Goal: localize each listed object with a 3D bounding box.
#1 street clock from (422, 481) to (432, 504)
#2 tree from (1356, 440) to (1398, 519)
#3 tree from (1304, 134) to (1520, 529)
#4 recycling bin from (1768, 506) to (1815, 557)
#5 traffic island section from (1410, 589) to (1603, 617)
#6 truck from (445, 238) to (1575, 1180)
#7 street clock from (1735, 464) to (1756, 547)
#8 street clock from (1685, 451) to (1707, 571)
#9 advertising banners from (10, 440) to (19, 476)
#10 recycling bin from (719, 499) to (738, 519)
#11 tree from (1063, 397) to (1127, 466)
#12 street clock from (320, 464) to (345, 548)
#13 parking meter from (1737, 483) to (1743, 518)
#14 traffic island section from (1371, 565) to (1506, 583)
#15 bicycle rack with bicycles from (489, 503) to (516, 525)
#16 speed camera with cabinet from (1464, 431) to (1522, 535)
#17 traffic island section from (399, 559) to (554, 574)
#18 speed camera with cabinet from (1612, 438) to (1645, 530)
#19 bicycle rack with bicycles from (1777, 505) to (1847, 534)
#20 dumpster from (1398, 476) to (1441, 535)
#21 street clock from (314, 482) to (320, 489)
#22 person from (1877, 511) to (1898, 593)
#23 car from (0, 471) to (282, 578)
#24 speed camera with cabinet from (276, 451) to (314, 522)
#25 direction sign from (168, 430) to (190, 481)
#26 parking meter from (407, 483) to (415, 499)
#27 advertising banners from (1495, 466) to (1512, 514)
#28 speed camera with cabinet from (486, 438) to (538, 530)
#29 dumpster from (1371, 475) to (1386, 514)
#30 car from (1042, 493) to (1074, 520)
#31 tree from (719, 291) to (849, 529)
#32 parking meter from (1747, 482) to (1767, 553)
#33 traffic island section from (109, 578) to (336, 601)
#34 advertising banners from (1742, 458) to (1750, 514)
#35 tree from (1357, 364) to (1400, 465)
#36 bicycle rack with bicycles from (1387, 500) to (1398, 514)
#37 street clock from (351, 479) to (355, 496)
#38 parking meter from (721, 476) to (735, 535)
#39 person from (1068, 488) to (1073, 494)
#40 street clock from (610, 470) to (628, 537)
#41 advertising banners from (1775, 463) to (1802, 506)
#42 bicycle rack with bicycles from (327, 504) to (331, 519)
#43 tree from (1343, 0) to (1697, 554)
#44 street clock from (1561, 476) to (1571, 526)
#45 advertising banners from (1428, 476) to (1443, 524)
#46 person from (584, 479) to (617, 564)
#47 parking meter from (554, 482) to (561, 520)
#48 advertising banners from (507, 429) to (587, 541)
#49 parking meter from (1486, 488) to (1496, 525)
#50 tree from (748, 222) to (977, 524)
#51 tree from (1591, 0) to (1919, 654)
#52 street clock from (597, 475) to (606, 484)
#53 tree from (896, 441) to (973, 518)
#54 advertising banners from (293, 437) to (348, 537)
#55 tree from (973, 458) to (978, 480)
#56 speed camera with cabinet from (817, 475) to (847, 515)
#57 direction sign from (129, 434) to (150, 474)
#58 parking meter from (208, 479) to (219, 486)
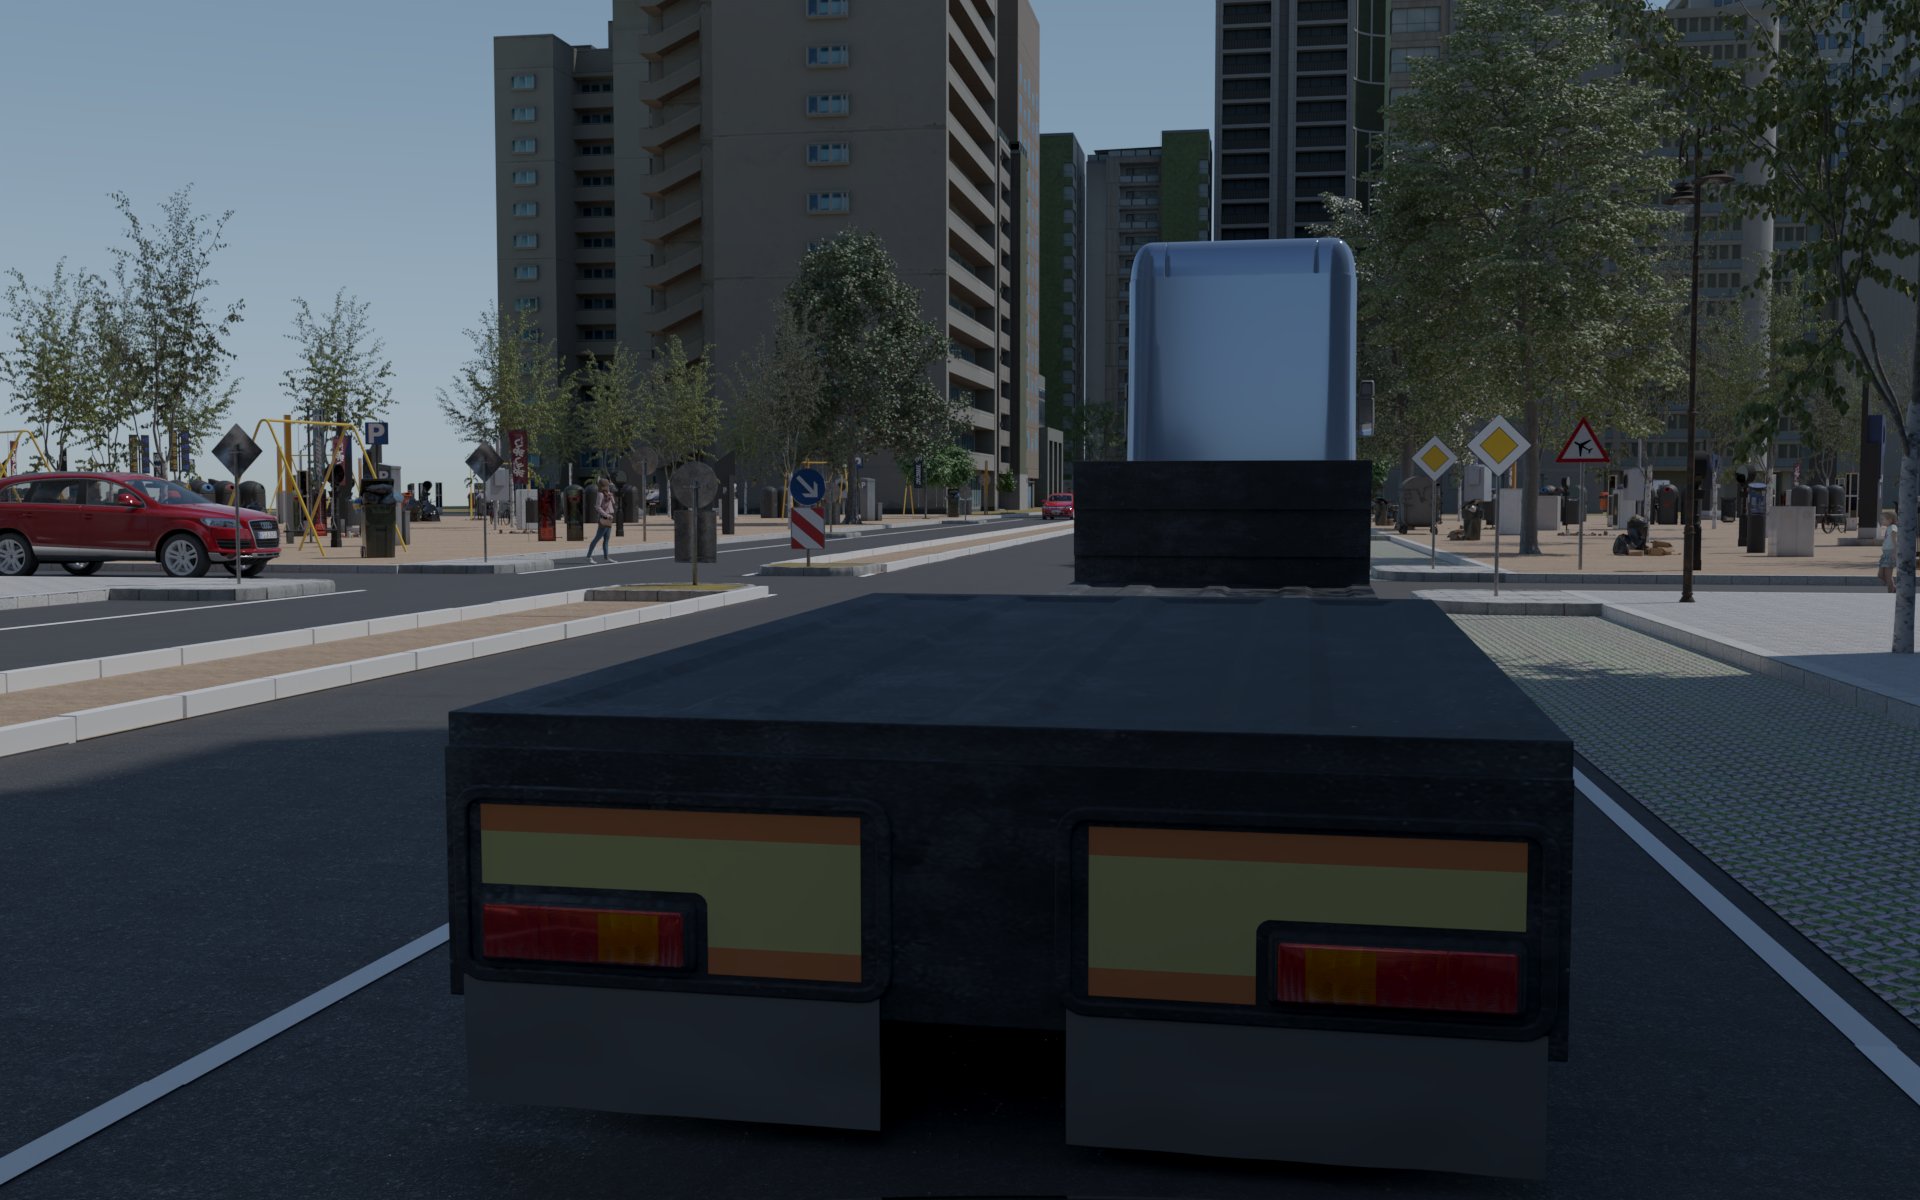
[{"bbox_3d":[-28.788,-5.449,93.668,0.471,2.002,0.358,0,4,1],"label":"street clock"},{"bbox_3d":[21.002,-6.486,89.754,4.285,4.588,4.351,0,3,0],"label":"tree"},{"bbox_3d":[16.255,-9.555,62.884,9.857,13.997,8.962,0,3,0],"label":"tree"},{"bbox_3d":[17.129,-1.415,35.686,0.722,1.027,0.722,1,4,10],"label":"recycling bin"},{"bbox_3d":[6.746,0.033,21.738,2.009,0.180,2.903,1,4,10],"label":"traffic island section"},{"bbox_3d":[1.848,-1.406,12.746,2.967,4.110,18.799,1,4,11],"label":"truck"},{"bbox_3d":[19.135,-2.304,42.237,0.358,2.002,0.471,-1,4,-15],"label":"street clock"},{"bbox_3d":[12.347,-1.498,29.061,0.358,2.002,0.471,1,4,11],"label":"street clock"},{"bbox_3d":[-30.977,-3.661,56.045,0.090,3.025,2.074,0,4,0],"label":"advertising banners"},{"bbox_3d":[-11.753,-4.605,87.852,0.722,1.027,0.722,1,4,22],"label":"recycling bin"},{"bbox_3d":[14.169,-15.768,183.560,9.928,11.665,9.643,0,3,0],"label":"tree"},{"bbox_3d":[-14.973,-2.260,41.521,0.358,2.002,0.471,1,4,15],"label":"street clock"},{"bbox_3d":[41.898,-5.333,92.899,0.399,1.863,0.255,-2,4,-31],"label":"parking meter"},{"bbox_3d":[8.105,-0.448,29.607,2.009,0.180,2.903,1,4,10],"label":"traffic island section"},{"bbox_3d":[-18.374,-3.592,72.110,2.852,0.926,2.925,-1,4,-17],"label":"bicycle rack with bicycles"},{"bbox_3d":[16.921,-3.673,54.396,2.038,3.252,0.660,3,5,41],"label":"speed camera with cabinet"},{"bbox_3d":[-8.934,-0.628,32.543,2.009,0.180,2.903,1,4,10],"label":"traffic island section"},{"bbox_3d":[24.070,-4.162,62.382,0.660,3.252,2.038,0,4,7],"label":"speed camera with cabinet"},{"bbox_3d":[27.894,-2.658,56.834,2.925,0.926,2.852,-1,4,-18],"label":"bicycle rack with bicycles"},{"bbox_3d":[14.750,-3.048,55.589,1.264,1.857,1.865,1,4,10],"label":"dumpster"},{"bbox_3d":[-34.036,-5.337,91.827,0.471,2.002,0.358,1,4,10],"label":"street clock"},{"bbox_3d":[12.409,-0.579,22.986,0.382,1.210,0.505,1,4,14],"label":"person"},{"bbox_3d":[-14.286,-1.287,29.710,5.304,1.827,2.281,1,4,9],"label":"car"},{"bbox_3d":[-30.381,-5.187,79.142,0.660,3.252,2.038,1,4,16],"label":"speed camera with cabinet"},{"bbox_3d":[-27.552,-4.231,61.175,0.379,3.537,0.876,1,4,22],"label":"direction sign"},{"bbox_3d":[-29.156,-5.278,92.003,0.255,1.863,0.399,1,4,10],"label":"parking meter"},{"bbox_3d":[30.691,-6.222,97.919,2.074,3.025,0.090,-3,4,-36],"label":"advertising banners"},{"bbox_3d":[-15.889,-4.142,62.056,2.038,3.252,0.660,-2,4,-31],"label":"speed camera with cabinet"},{"bbox_3d":[19.269,-4.845,81.712,1.502,2.255,1.985,1,4,10],"label":"dumpster"},{"bbox_3d":[5.743,-5.415,97.579,2.155,1.783,4.494,1,4,12],"label":"car"},{"bbox_3d":[-6.312,-6.877,62.805,4.360,8.622,3.978,0,3,0],"label":"tree"},{"bbox_3d":[17.356,-1.793,37.721,0.372,1.533,0.369,0,3,0],"label":"parking meter"},{"bbox_3d":[-10.293,-0.146,24.674,2.009,0.180,2.903,1,4,10],"label":"traffic island section"},{"bbox_3d":[33.726,-4.774,74.241,0.090,3.025,2.074,2,4,31],"label":"advertising banners"},{"bbox_3d":[23.349,-9.007,97.626,4.737,8.622,4.395,0,3,0],"label":"tree"},{"bbox_3d":[25.356,-5.332,100.555,2.925,0.926,2.852,-1,4,-20],"label":"bicycle rack with bicycles"},{"bbox_3d":[-26.404,-4.301,74.898,0.358,2.002,0.471,2,4,32],"label":"street clock"},{"bbox_3d":[-7.332,-2.997,54.712,0.399,1.863,0.255,3,5,45],"label":"parking meter"},{"bbox_3d":[7.319,-6.563,115.770,1.348,1.831,0.705,0,4,-6],"label":"person"},{"bbox_3d":[-10.243,-2.906,52.090,0.471,2.002,0.358,-3,5,-41],"label":"street clock"},{"bbox_3d":[46.675,-6.231,98.068,0.090,3.025,2.074,-2,4,-31],"label":"advertising banners"},{"bbox_3d":[-31.613,-4.747,90.998,2.925,0.926,2.852,2,4,32],"label":"bicycle rack with bicycles"},{"bbox_3d":[11.797,-7.258,36.788,7.486,12.596,7.792,0,3,0],"label":"tree"},{"bbox_3d":[24.587,-4.020,70.301,0.358,2.002,0.471,3,5,40],"label":"street clock"},{"bbox_3d":[20.320,-4.766,74.104,0.090,3.025,2.074,0,4,-1],"label":"advertising banners"},{"bbox_3d":[-7.424,-1.631,35.751,0.643,1.750,0.593,0,4,-3],"label":"person"},{"bbox_3d":[-19.750,-4.850,85.012,0.255,1.863,0.399,-2,4,-27],"label":"parking meter"},{"bbox_3d":[-11.206,-3.110,47.035,2.074,3.025,0.090,0,4,-7],"label":"advertising banners"},{"bbox_3d":[21.856,-3.846,71.297,0.372,1.533,0.369,0,3,0],"label":"parking meter"},{"bbox_3d":[-4.544,-9.577,73.585,9.611,12.733,9.660,0,3,0],"label":"tree"},{"bbox_3d":[7.506,-3.889,13.952,4.737,8.622,4.395,0,3,0],"label":"tree"},{"bbox_3d":[-13.853,-3.820,67.032,0.358,2.002,0.471,-2,4,-28],"label":"street clock"},{"bbox_3d":[-1.838,-6.622,91.991,4.285,4.588,4.351,0,3,0],"label":"tree"},{"bbox_3d":[-19.449,-3.441,52.449,0.090,3.025,2.074,3,5,40],"label":"advertising banners"},{"bbox_3d":[-0.631,-7.089,99.622,4.285,4.588,4.351,0,3,0],"label":"tree"},{"bbox_3d":[-7.873,-6.748,104.668,2.038,3.252,0.660,0,4,-7],"label":"speed camera with cabinet"},{"bbox_3d":[-31.264,-4.529,66.046,0.379,3.537,0.876,2,4,26],"label":"direction sign"},{"bbox_3d":[-27.985,-3.629,65.041,0.399,1.863,0.255,1,4,16],"label":"parking meter"}]
